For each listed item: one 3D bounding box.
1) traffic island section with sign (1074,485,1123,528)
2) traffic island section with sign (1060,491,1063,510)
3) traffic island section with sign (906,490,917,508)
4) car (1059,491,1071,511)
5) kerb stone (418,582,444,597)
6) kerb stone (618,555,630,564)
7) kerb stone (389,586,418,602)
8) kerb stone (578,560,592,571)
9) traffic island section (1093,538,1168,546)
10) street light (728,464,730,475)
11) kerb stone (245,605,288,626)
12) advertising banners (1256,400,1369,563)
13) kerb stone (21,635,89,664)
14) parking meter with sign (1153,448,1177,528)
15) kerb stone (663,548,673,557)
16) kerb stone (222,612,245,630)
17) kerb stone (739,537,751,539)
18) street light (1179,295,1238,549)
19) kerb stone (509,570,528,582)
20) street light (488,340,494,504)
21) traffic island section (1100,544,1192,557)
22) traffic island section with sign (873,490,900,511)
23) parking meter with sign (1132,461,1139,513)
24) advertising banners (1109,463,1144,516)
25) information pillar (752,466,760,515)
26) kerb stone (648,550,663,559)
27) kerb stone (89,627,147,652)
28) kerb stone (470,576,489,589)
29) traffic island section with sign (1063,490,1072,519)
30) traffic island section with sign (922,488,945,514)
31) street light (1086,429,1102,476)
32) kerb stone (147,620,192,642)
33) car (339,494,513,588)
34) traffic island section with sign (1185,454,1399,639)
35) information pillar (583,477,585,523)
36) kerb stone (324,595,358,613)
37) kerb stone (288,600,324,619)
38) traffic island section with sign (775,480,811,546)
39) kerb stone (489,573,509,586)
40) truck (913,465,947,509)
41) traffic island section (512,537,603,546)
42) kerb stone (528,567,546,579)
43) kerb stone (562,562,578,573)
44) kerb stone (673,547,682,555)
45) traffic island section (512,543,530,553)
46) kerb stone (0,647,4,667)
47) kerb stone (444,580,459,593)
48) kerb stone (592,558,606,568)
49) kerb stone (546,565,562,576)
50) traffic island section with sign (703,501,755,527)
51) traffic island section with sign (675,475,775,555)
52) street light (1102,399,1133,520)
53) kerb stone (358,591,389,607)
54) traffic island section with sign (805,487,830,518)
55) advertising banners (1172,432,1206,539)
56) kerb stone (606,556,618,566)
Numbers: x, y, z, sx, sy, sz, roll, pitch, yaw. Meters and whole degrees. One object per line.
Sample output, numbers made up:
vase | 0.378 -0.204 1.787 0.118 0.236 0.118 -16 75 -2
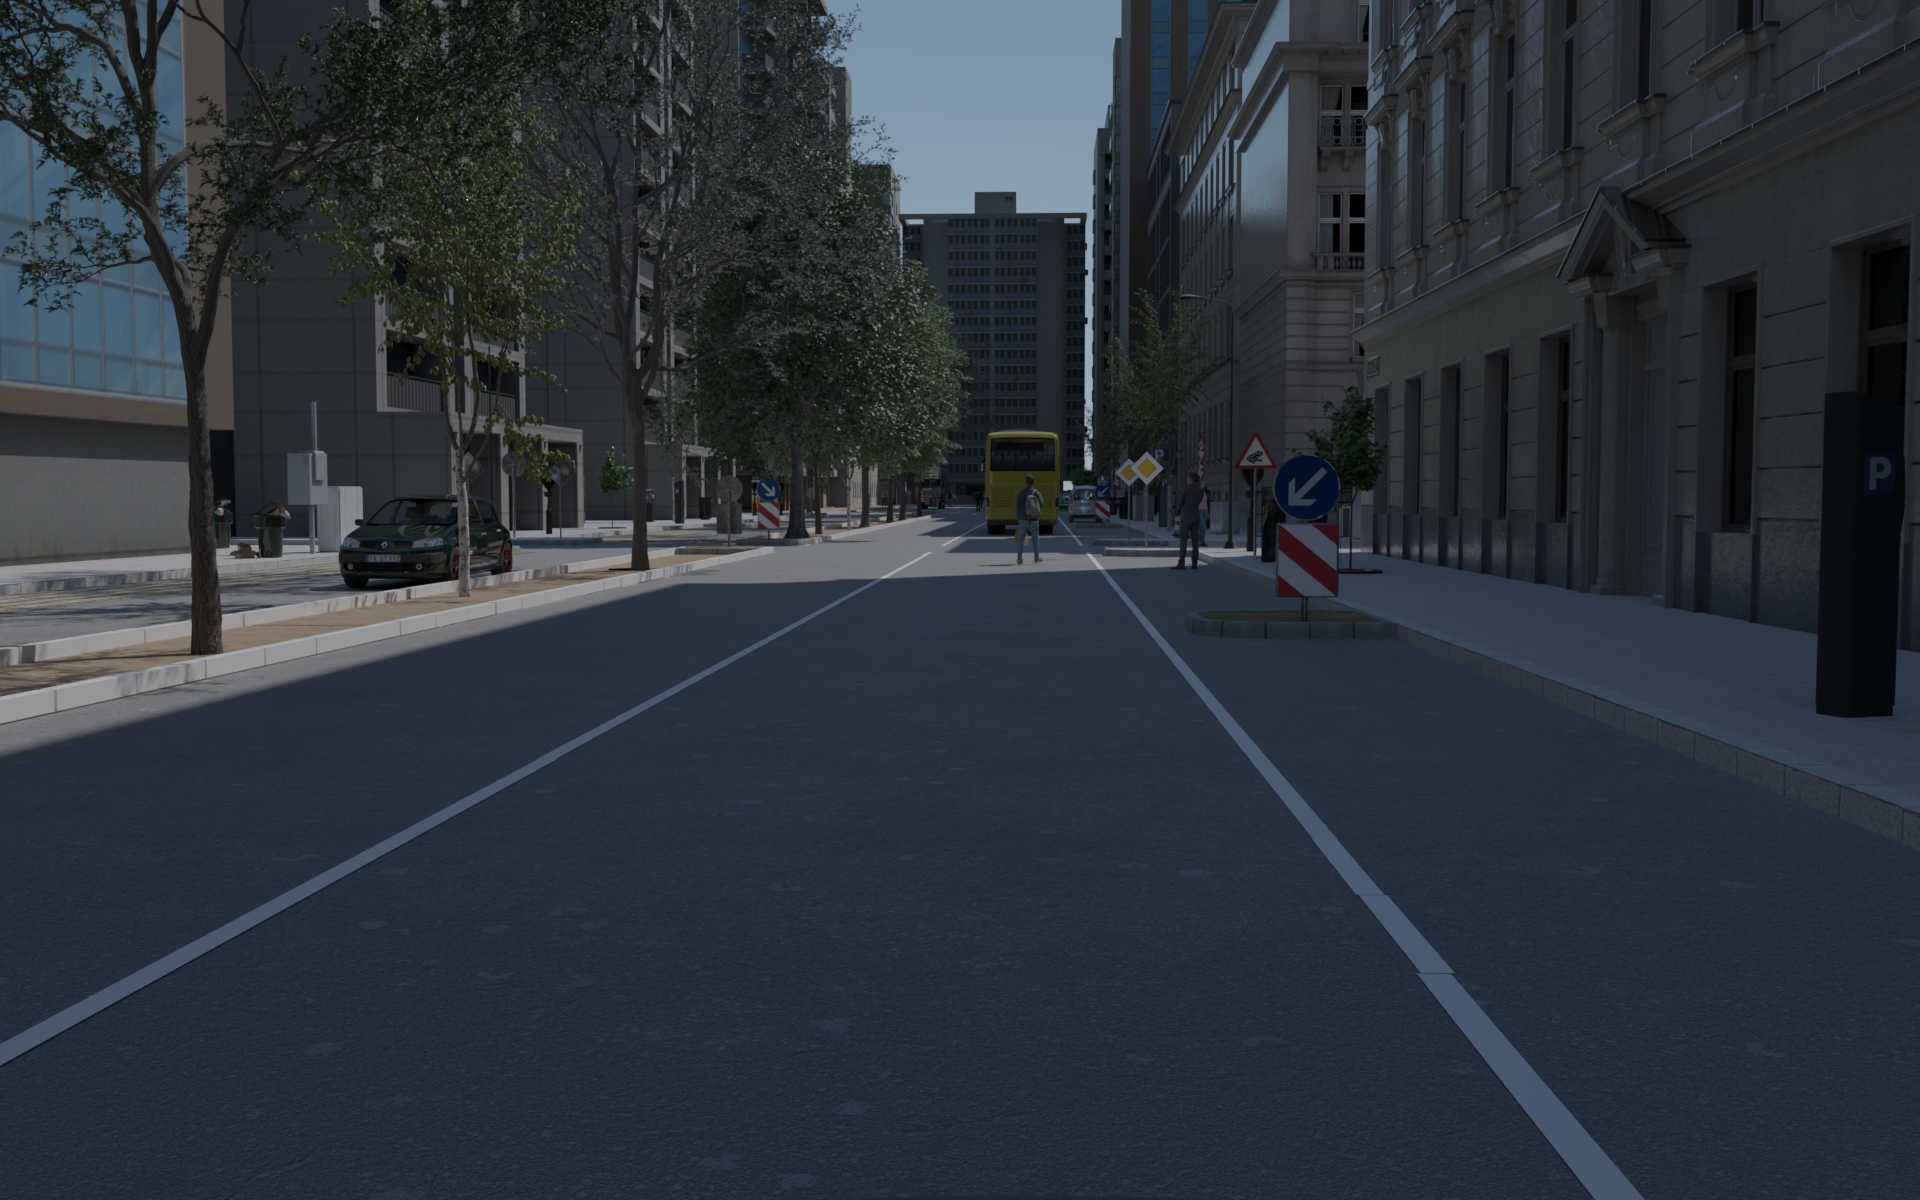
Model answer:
traffic island section with sign | 5.898 -3.962 73.402 1.989 1.847 2.006 0 4 3
traffic island section with sign | 10.671 -10.377 178.289 1.989 1.847 2.006 0 4 3
traffic island section with sign | -5.272 -10.368 178.137 1.989 1.847 2.006 0 4 3
car | 9.001 -8.342 145.195 1.959 1.807 4.718 0 4 3
kerb stone | -7.494 -0.125 24.233 0.120 0.150 1.000 0 4 3
kerb stone | -6.991 -0.814 35.507 0.120 0.150 1.000 0 4 3
kerb stone | -7.544 -0.060 23.213 0.120 0.150 1.000 0 4 3
kerb stone | -7.127 -0.625 32.439 0.120 0.150 1.000 0 4 3
traffic island section | 4.779 -1.624 48.829 2.009 0.180 2.903 0 4 3
street light | -11.117 -7.022 87.354 1.470 5.913 1.316 0 4 3
kerb stone | -7.727 0.188 19.125 0.120 0.150 1.000 0 4 3
advertising banners | 6.600 -2.211 32.341 2.074 3.025 0.090 1 4 10
kerb stone | -7.912 0.439 15.023 0.120 0.150 1.000 0 4 3
parking meter with sign | 8.094 -4.328 67.029 0.543 3.016 1.738 2 4 32
kerb stone | -6.794 -1.061 39.609 0.120 0.150 1.000 0 4 3
kerb stone | -7.783 0.251 18.099 0.120 0.150 1.000 0 4 3
kerb stone | -6.301 -1.722 50.376 0.120 0.150 1.000 0 4 3
street light | 5.806 -4.155 40.483 1.470 5.913 1.316 0 4 3
kerb stone | -7.314 -0.375 28.344 0.120 0.150 1.000 0 4 3
street light | -12.855 -4.700 49.389 1.470 5.913 1.316 0 4 3
traffic island section | 4.416 -1.136 40.852 2.009 0.180 2.903 0 4 3
traffic island section with sign | -6.487 -8.721 151.209 1.989 1.847 2.006 0 4 3
parking meter with sign | 9.428 -5.939 93.370 0.543 3.016 1.738 1 4 8
advertising banners | 9.585 -6.224 97.947 2.074 3.025 0.090 1 4 18
information pillar | -12.253 -6.878 103.806 0.504 3.616 0.183 -1 4 -14
kerb stone | -6.841 -1.003 38.588 0.120 0.150 1.000 0 4 3
kerb stone | -7.875 0.376 16.045 0.120 0.150 1.000 0 4 3
kerb stone | -7.402 -0.249 26.289 0.120 0.150 1.000 0 4 3
traffic island section with sign | 7.165 -5.654 101.067 1.989 1.847 2.006 0 4 3
traffic island section with sign | -1.901 -7.087 124.008 2.006 1.907 1.989 0 4 3
street light | 9.578 -9.227 123.403 1.470 5.913 1.316 0 4 3
kerb stone | -7.827 0.320 17.069 0.120 0.150 1.000 0 4 3
car | -8.481 -1.096 27.705 2.009 1.686 4.222 0 4 2
traffic island section with sign | 3.388 -0.577 18.066 1.989 1.847 2.006 0 4 3
information pillar | -16.748 -4.407 76.551 0.304 2.012 0.304 0 4 -2
kerb stone | -7.648 0.063 21.167 0.120 0.150 1.000 0 4 3
kerb stone | -7.692 0.126 20.146 0.120 0.150 1.000 0 4 3
traffic island section with sign | -5.307 -2.496 48.947 2.006 1.907 1.989 0 4 3
kerb stone | -7.364 -0.306 27.316 0.120 0.150 1.000 0 4 3
truck | -2.778 -10.922 167.494 2.839 4.237 11.283 0 4 2
traffic island section | -11.446 -1.669 49.569 2.009 0.180 2.903 0 4 3
kerb stone | -7.265 -0.439 29.373 0.120 0.150 1.000 0 4 3
kerb stone | -7.168 -0.564 31.415 0.120 0.150 1.000 0 4 3
kerb stone | -6.755 -1.128 40.632 0.120 0.150 1.000 0 4 3
traffic island section | -11.809 -1.181 41.592 2.009 0.180 2.903 0 4 3
kerb stone | -7.965 0.501 14.000 0.120 0.150 1.000 0 4 3
kerb stone | -7.450 -0.188 25.263 0.120 0.150 1.000 0 4 3
kerb stone | -7.082 -0.689 33.460 0.120 0.150 1.000 0 4 3
kerb stone | -7.226 -0.500 30.394 0.120 0.150 1.000 0 4 3
traffic island section with sign | -9.968 -4.063 75.062 1.989 1.847 2.006 0 4 3
traffic island section with sign | -5.653 -2.043 41.548 2.006 1.907 1.989 0 4 3
street light | 7.860 -6.875 84.947 1.470 5.913 1.316 0 4 3
kerb stone | -7.591 0.001 22.192 0.120 0.150 1.000 0 4 3
traffic island section with sign | -8.719 -5.719 102.131 1.989 1.847 2.006 0 4 3
advertising banners | 6.586 -3.274 49.711 0.090 3.025 2.074 -1 4 -18
kerb stone | -7.038 -0.750 34.486 0.120 0.150 1.000 0 4 3
